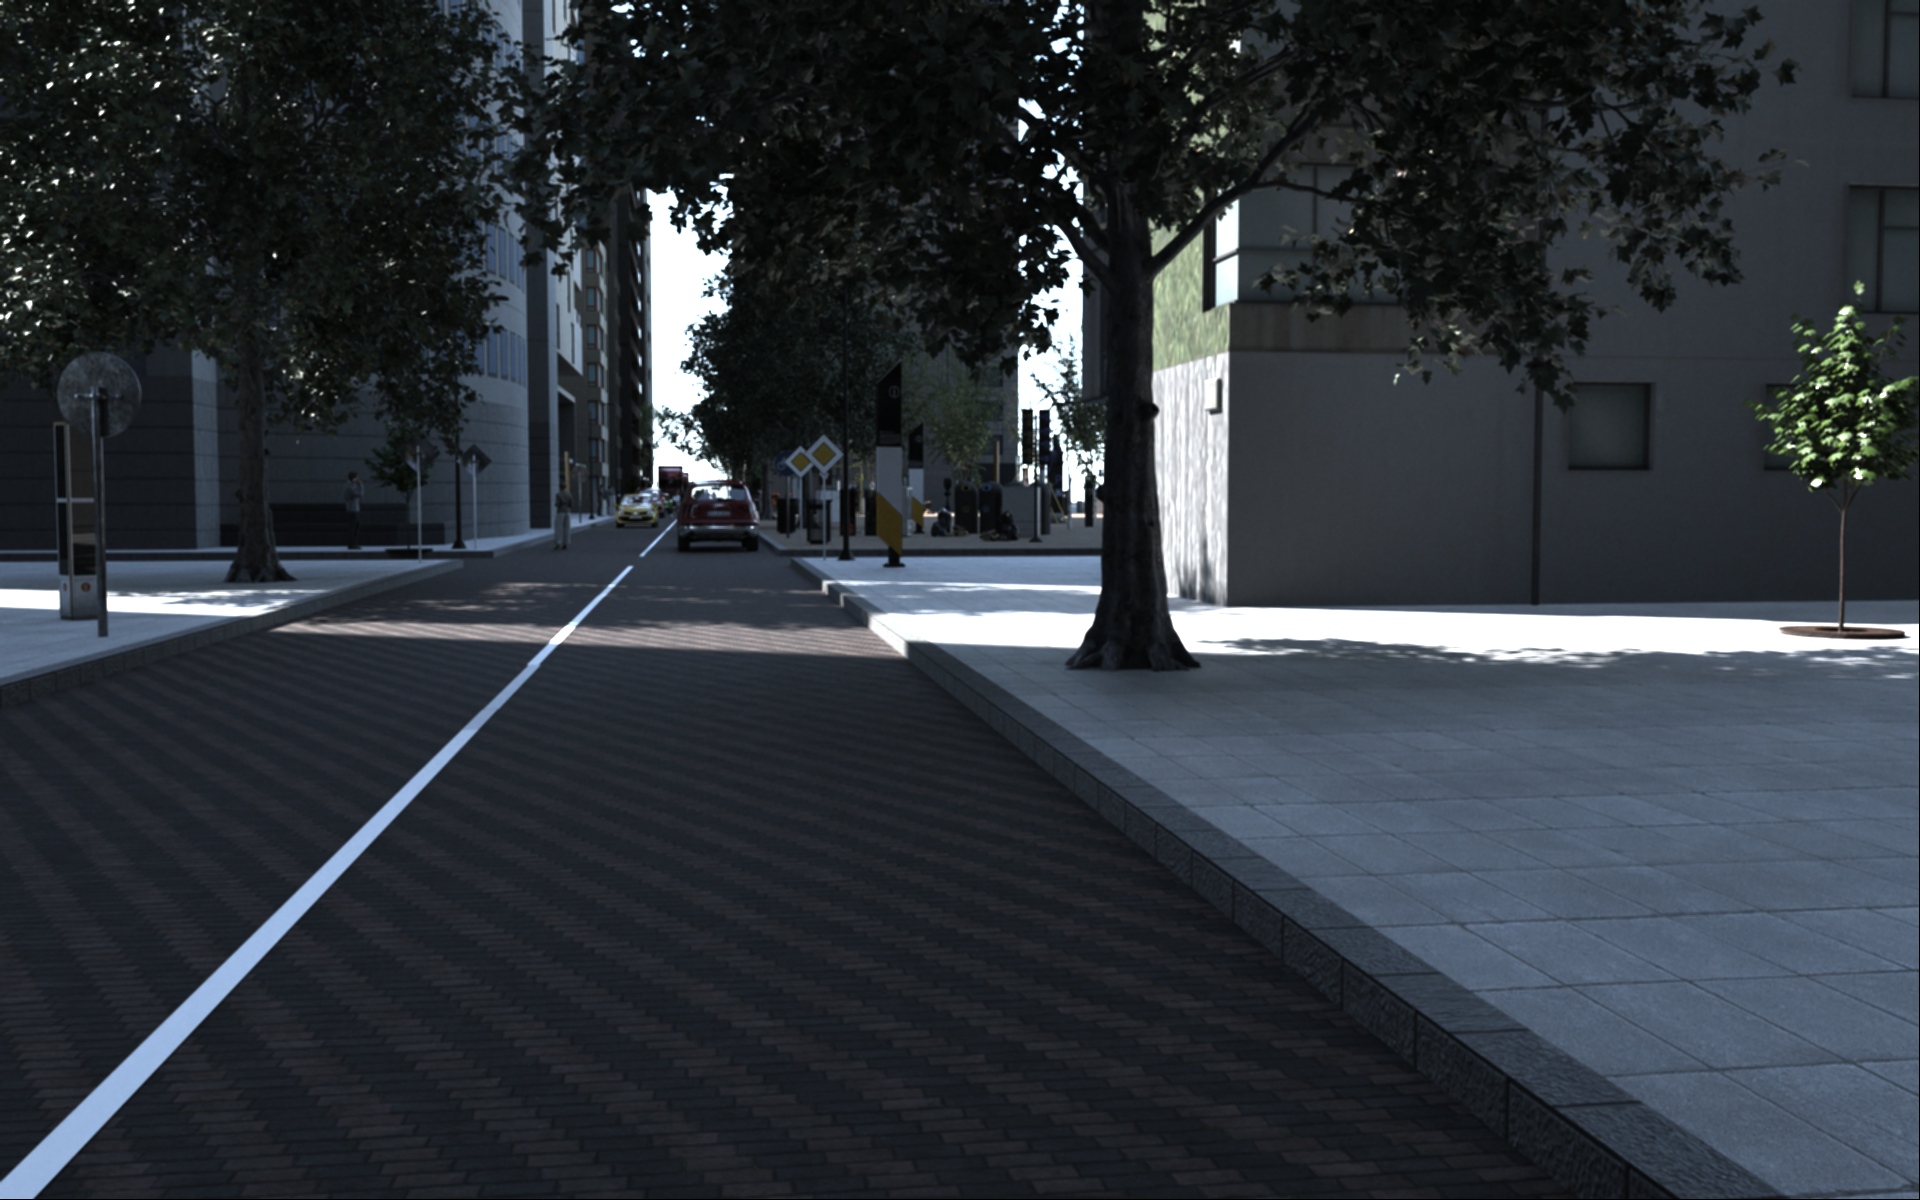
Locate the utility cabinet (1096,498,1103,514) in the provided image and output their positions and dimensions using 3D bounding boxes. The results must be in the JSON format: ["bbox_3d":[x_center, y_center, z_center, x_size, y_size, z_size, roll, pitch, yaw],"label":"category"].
[{"bbox_3d":[8.922,-6.185,109.807,1.173,1.500,0.318,1,4,12],"label":"utility cabinet"}]

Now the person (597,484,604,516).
[{"bbox_3d":[-20.969,-5.833,101.212,0.447,1.846,0.655,-2,4,-32],"label":"person"}]

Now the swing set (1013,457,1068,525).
[{"bbox_3d":[2.982,-4.659,73.788,2.862,2.851,3.119,0,4,-5],"label":"swing set"}]

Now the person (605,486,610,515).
[{"bbox_3d":[-21.811,-6.215,107.752,0.635,1.810,0.391,2,4,27],"label":"person"}]

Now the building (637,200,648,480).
[{"bbox_3d":[-50.437,-36.142,210.532,23.786,49.044,30.456,-1,4,-8],"label":"building"}]

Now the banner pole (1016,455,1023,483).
[{"bbox_3d":[3.415,-6.634,98.488,0.401,3.779,0.863,3,5,40],"label":"banner pole"}]

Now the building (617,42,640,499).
[{"bbox_3d":[-42.359,-33.255,167.426,21.300,48.544,21.600,-1,4,-8],"label":"building"}]

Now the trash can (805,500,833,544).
[{"bbox_3d":[-3.625,-2.006,44.450,0.748,1.137,0.748,0,3,0],"label":"trash can"}]

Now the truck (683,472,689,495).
[{"bbox_3d":[-36.140,-14.313,222.934,2.839,4.237,11.283,0,4,-8],"label":"truck"}]

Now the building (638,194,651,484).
[{"bbox_3d":[-56.799,-39.750,239.152,28.713,52.752,27.495,-1,4,-8],"label":"building"}]

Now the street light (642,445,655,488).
[{"bbox_3d":[-29.571,-11.726,164.263,1.470,5.913,1.316,-1,4,-8],"label":"street light"}]

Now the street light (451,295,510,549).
[{"bbox_3d":[-11.216,-4.158,40.530,1.470,5.913,1.316,-1,4,-8],"label":"street light"}]

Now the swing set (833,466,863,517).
[{"bbox_3d":[-7.036,-6.037,96.322,3.119,2.851,2.862,0,4,-7],"label":"swing set"}]

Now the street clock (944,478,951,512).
[{"bbox_3d":[-0.566,-4.541,78.811,0.358,2.002,0.471,-1,4,-17],"label":"street clock"}]

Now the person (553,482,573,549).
[{"bbox_3d":[-10.363,-2.209,45.165,0.519,1.759,0.362,-3,4,-38],"label":"person"}]

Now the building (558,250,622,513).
[{"bbox_3d":[-39.665,-17.262,127.278,27.650,21.520,28.899,-1,4,-8],"label":"building"}]

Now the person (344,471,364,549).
[{"bbox_3d":[-14.046,-2.076,40.166,0.473,1.802,0.592,-1,4,-15],"label":"person"}]

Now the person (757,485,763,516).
[{"bbox_3d":[-11.172,-5.573,97.429,0.678,1.792,0.850,-2,4,-33],"label":"person"}]

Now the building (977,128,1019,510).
[{"bbox_3d":[-6.899,-43.256,145.485,20.563,71.187,20.611,-1,4,-8],"label":"building"}]

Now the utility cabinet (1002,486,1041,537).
[{"bbox_3d":[1.805,-2.579,50.845,1.173,1.500,0.318,3,4,36],"label":"utility cabinet"}]

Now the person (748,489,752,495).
[{"bbox_3d":[-15.816,-7.508,129.619,1.217,1.723,0.721,1,4,18],"label":"person"}]

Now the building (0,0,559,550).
[{"bbox_3d":[-24.197,-31.165,51.547,21.231,58.520,28.212,-1,4,-8],"label":"building"}]

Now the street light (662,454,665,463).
[{"bbox_3d":[-34.678,-13.807,198.283,1.470,5.913,1.316,-1,4,-8],"label":"street light"}]

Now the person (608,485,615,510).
[{"bbox_3d":[-20.808,-5.960,103.671,0.473,1.802,0.592,1,4,9],"label":"person"}]

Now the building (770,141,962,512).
[{"bbox_3d":[-7.599,-27.229,128.790,14.154,41.232,14.086,-1,4,-8],"label":"building"}]

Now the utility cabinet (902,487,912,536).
[{"bbox_3d":[-1.643,-2.661,52.181,0.318,1.500,1.173,0,4,6],"label":"utility cabinet"}]

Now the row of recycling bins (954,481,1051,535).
[{"bbox_3d":[1.364,-2.985,55.915,3.534,1.692,1.069,2,4,32],"label":"row of recycling bins"}]

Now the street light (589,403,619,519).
[{"bbox_3d":[-18.233,-7.073,88.186,1.470,5.913,1.316,-1,4,-8],"label":"street light"}]

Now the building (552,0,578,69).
[{"bbox_3d":[-35.298,-30.918,94.753,28.713,52.752,27.495,-1,4,-8],"label":"building"}]

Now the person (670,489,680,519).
[{"bbox_3d":[-16.080,-5.445,98.278,0.466,1.731,0.760,3,5,43],"label":"person"}]

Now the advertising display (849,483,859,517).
[{"bbox_3d":[-6.104,-5.740,99.070,0.123,1.923,0.974,-3,4,-39],"label":"advertising display"}]

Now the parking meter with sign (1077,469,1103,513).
[{"bbox_3d":[8.907,-7.525,119.293,1.738,3.016,0.543,-1,4,-20],"label":"parking meter with sign"}]

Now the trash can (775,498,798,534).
[{"bbox_3d":[-5.659,-2.738,56.420,0.748,1.137,0.748,0,3,0],"label":"trash can"}]

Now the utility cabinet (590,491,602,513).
[{"bbox_3d":[-23.800,-6.399,113.307,0.318,1.500,1.173,-2,4,-35],"label":"utility cabinet"}]

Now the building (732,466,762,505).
[{"bbox_3d":[-20.382,-48.535,231.802,20.563,71.187,20.611,-1,4,-8],"label":"building"}]

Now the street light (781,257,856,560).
[{"bbox_3d":[-2.743,-3.721,33.375,1.470,5.913,1.316,-1,4,-8],"label":"street light"}]

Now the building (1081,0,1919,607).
[{"bbox_3d":[8.958,-20.952,26.163,14.154,41.232,14.086,-1,4,-8],"label":"building"}]

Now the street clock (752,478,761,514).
[{"bbox_3d":[-8.939,-4.372,76.045,0.358,2.002,0.471,1,4,16],"label":"street clock"}]

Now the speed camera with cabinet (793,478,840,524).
[{"bbox_3d":[-6.234,-4.961,75.448,2.038,3.252,0.660,-1,4,-21],"label":"speed camera with cabinet"}]

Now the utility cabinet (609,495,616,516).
[{"bbox_3d":[-20.046,-5.428,99.910,0.306,1.237,1.020,0,4,-7],"label":"utility cabinet"}]

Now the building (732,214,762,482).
[{"bbox_3d":[-21.074,-34.536,214.766,14.600,45.320,14.200,-1,4,-8],"label":"building"}]

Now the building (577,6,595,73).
[{"bbox_3d":[-37.020,-30.582,150.124,14.600,45.320,14.200,-1,4,-8],"label":"building"}]

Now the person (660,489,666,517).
[{"bbox_3d":[-18.831,-6.145,109.304,0.599,1.781,0.374,-3,4,-37],"label":"person"}]

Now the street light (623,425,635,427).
[{"bbox_3d":[-22.518,-8.797,116.373,1.470,5.913,1.316,-1,4,-8],"label":"street light"}]

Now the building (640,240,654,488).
[{"bbox_3d":[-53.565,-37.392,261.464,14.600,45.320,14.200,-1,4,-8],"label":"building"}]

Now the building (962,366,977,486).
[{"bbox_3d":[-10.413,-44.498,165.793,20.563,71.187,20.611,-1,4,-8],"label":"building"}]

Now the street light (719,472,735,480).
[{"bbox_3d":[-19.258,-10.464,143.623,1.470,5.913,1.316,-1,4,-8],"label":"street light"}]
